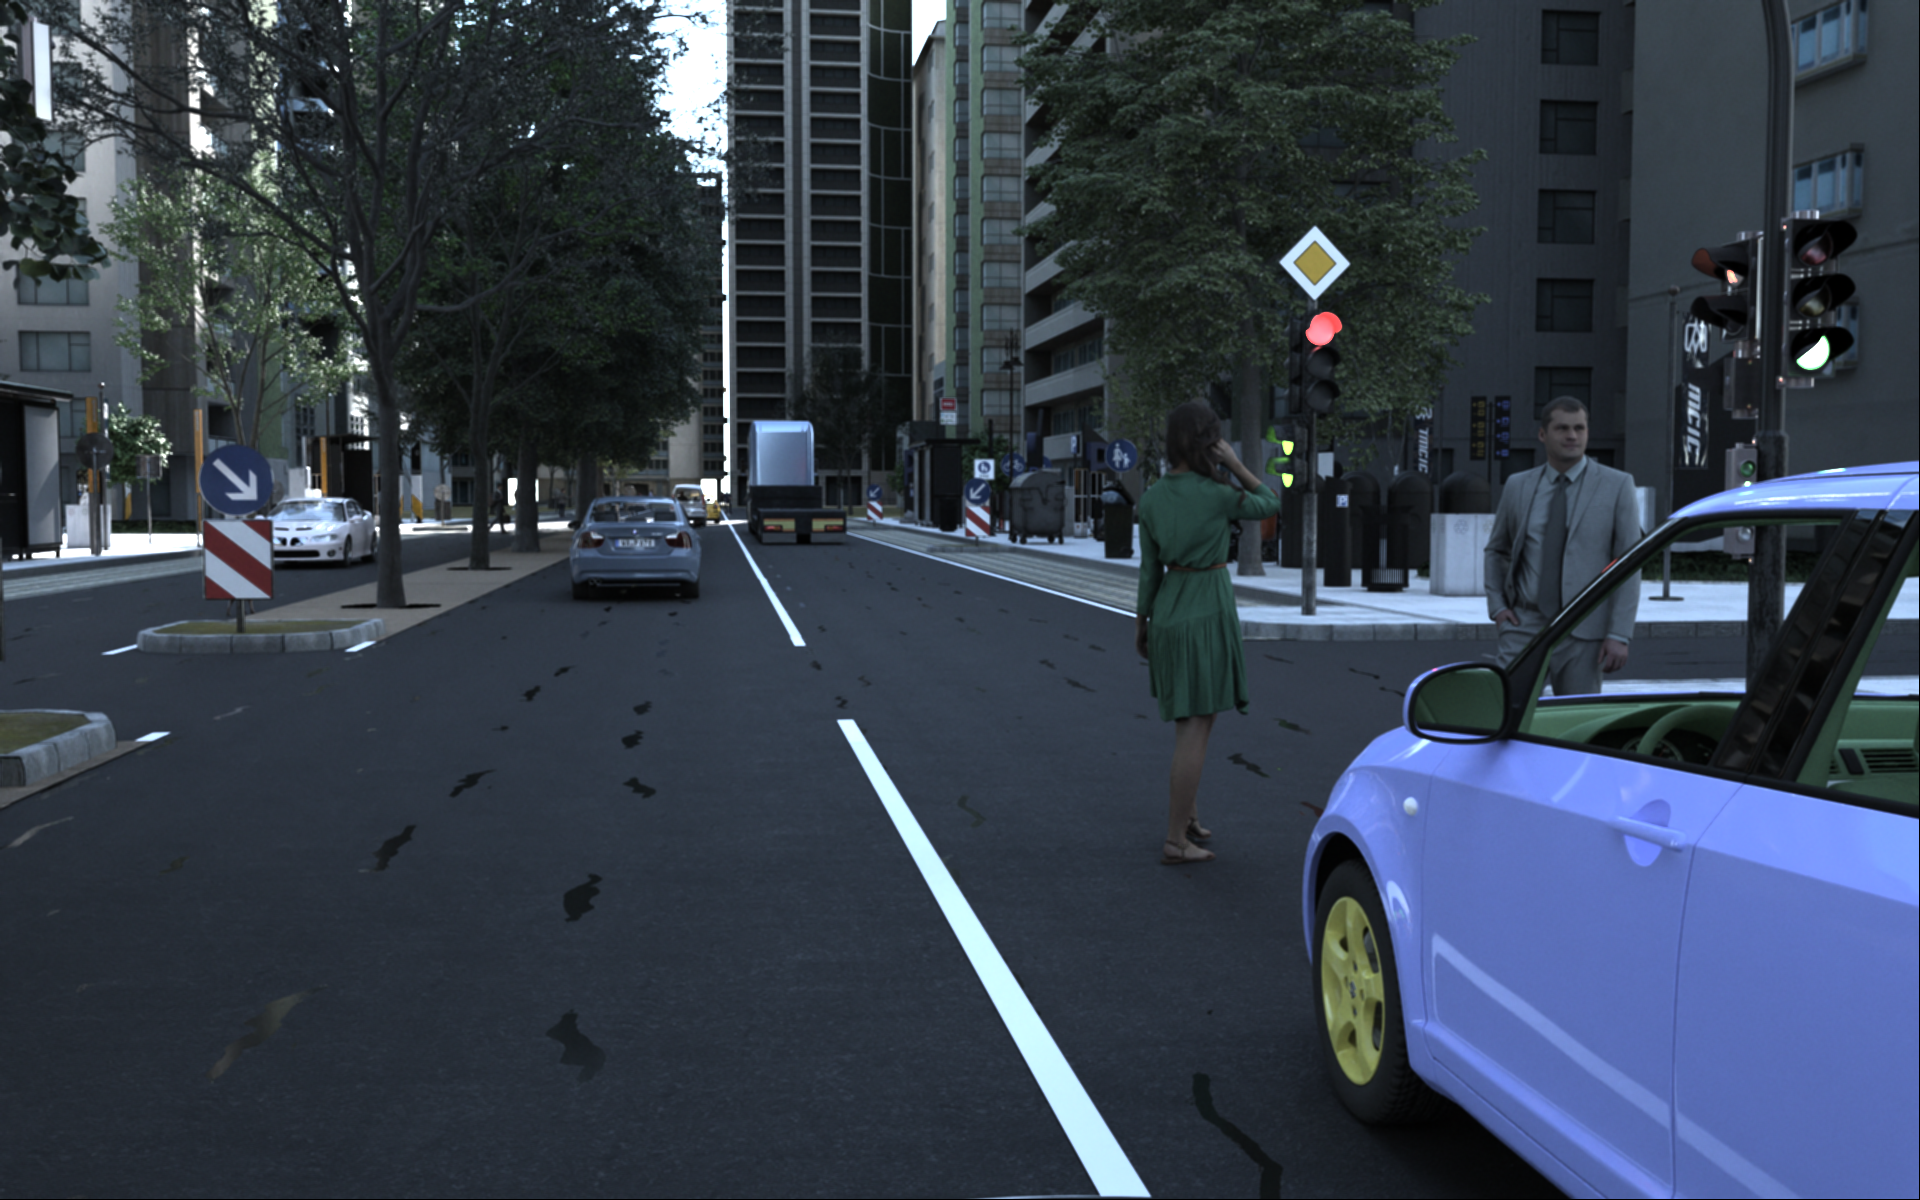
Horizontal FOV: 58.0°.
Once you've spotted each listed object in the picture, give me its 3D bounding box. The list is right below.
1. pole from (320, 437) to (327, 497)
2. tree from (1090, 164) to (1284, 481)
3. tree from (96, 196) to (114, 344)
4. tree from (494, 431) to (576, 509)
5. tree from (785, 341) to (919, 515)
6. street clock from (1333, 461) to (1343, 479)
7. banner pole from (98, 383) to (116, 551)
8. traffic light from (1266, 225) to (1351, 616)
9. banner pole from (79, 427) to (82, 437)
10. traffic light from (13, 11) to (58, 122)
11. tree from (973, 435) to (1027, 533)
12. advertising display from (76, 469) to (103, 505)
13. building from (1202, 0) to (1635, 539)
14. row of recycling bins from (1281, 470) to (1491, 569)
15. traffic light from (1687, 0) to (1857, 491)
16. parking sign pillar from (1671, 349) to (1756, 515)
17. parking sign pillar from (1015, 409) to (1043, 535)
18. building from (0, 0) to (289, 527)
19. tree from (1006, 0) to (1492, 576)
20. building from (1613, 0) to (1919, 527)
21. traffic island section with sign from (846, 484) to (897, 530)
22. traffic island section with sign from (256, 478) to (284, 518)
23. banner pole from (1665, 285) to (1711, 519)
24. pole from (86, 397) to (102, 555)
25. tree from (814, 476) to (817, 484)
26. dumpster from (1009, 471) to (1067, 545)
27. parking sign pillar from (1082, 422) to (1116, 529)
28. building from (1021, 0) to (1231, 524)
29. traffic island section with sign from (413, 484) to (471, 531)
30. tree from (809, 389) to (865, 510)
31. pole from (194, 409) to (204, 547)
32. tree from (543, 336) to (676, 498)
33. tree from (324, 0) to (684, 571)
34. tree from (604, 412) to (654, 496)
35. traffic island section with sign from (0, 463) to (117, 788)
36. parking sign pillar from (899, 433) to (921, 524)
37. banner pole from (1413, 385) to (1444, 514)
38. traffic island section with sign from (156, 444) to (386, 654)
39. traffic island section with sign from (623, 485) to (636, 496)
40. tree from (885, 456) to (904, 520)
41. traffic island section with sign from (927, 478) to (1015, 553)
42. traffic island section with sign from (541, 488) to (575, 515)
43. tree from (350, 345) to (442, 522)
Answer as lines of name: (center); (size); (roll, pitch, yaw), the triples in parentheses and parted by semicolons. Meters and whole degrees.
pole: (-22.845, -4.182, 62.220); (0.158, 3.312, 0.155); (0, 3, 0)
tree: (4.537, -5.297, 36.975); (4.360, 8.622, 3.978); (0, 3, 0)
tree: (-21.709, -7.755, 52.543); (9.928, 11.665, 9.643); (0, 3, 0)
tree: (-35.437, -13.212, 150.434); (7.601, 10.594, 8.767); (2, 4, 24)
tree: (-6.587, -10.434, 105.012); (8.767, 10.594, 7.601); (0, 4, 2)
street clock: (7.988, -2.004, 37.336); (0.358, 2.002, 0.471); (-3, 5, -42)
banner pole: (-19.424, -3.020, 39.387); (0.401, 3.779, 0.863); (-1, 4, -14)
traffic light: (3.677, -1.793, 18.242); (0.839, 4.253, 0.868); (-1, 4, -8)
banner pole: (-32.981, -4.596, 65.157); (0.401, 3.779, 0.863); (-1, 4, -21)
traffic light: (-11.004, -2.538, 16.166); (4.771, 5.953, 1.251); (-1, 4, -8)
tree: (1.434, -3.832, 57.257); (1.663, 3.219, 1.824); (0, 3, 0)
advertising display: (-22.785, -2.458, 45.396); (0.974, 1.923, 0.123); (2, 4, 30)
building: (15.033, -17.380, 55.865); (14.160, 30.474, 14.107); (-1, 4, -8)
row of recycling bins: (7.355, -1.398, 29.965); (3.534, 1.692, 1.069); (1, 4, 8)
traffic light: (2.751, -2.155, 9.901); (4.771, 5.953, 1.251); (-1, 4, -8)
parking sign pillar: (12.832, -2.514, 29.578); (1.447, 3.967, 1.447); (1, 4, 11)
parking sign pillar: (2.363, -4.025, 54.281); (1.447, 3.967, 1.447); (0, 4, 6)
building: (-37.171, -23.729, 71.561); (14.154, 41.232, 14.086); (-1, 4, -8)
tree: (4.185, -6.666, 27.109); (7.486, 12.596, 7.792); (0, 3, 0)
building: (27.625, -25.408, 39.123); (21.600, 48.544, 21.300); (-1, 4, -8)
traffic island section with sign: (-3.602, -3.718, 69.418); (1.989, 1.847, 2.006); (-1, 4, -8)
traffic island section with sign: (-16.346, -1.970, 40.843); (1.989, 1.847, 2.006); (-1, 4, -8)
banner pole: (8.765, -1.893, 20.966); (0.863, 3.779, 0.401); (-2, 4, -25)
pole: (-18.291, -2.613, 36.567); (0.158, 3.312, 0.155); (0, 3, 0)
tree: (-15.013, -10.965, 162.992); (4.285, 4.588, 4.351); (0, 3, 0)
dumpster: (2.013, -2.378, 44.638); (1.264, 1.857, 1.865); (0, 4, -8)
parking sign pillar: (5.203, -4.674, 64.887); (1.447, 3.967, 1.447); (-2, 4, -33)
building: (15.357, -28.170, 84.281); (21.300, 48.544, 21.600); (-1, 4, -8)
traffic island section with sign: (-20.170, -3.602, 67.527); (1.989, 1.847, 2.006); (-1, 4, -8)
tree: (-8.095, -10.085, 115.255); (4.360, 8.622, 3.978); (0, 3, 0)
pole: (-18.305, -2.926, 41.676); (0.158, 3.312, 0.155); (0, 3, 0)
tree: (-15.034, -9.238, 71.624); (7.486, 12.596, 7.792); (0, 3, 0)
tree: (-8.907, -6.355, 32.115); (9.928, 11.665, 9.643); (0, 3, 0)
tree: (-15.524, -7.672, 78.251); (4.360, 8.622, 3.978); (0, 3, 0)
traffic island section with sign: (-5.676, -0.065, 9.196); (2.006, 1.907, 1.989); (-1, 4, -8)
parking sign pillar: (-1.924, -5.315, 75.380); (1.447, 3.967, 1.447); (-2, 4, -33)
banner pole: (10.816, -3.049, 39.863); (0.863, 3.779, 0.401); (2, 4, 34)
traffic island section with sign: (-6.718, -0.513, 16.530); (2.006, 1.907, 1.989); (-1, 4, -8)
traffic island section with sign: (-17.386, -5.063, 90.910); (2.006, 1.907, 1.989); (-1, 4, -8)
tree: (-3.055, -5.669, 87.290); (1.663, 3.219, 1.824); (0, 3, 0)
traffic island section with sign: (0.212, -2.086, 42.733); (1.989, 1.847, 2.006); (-1, 4, -8)
traffic island section with sign: (-27.310, -6.650, 117.361); (1.989, 1.847, 2.006); (-1, 4, -8)
tree: (-25.232, -7.864, 78.931); (4.360, 8.622, 3.978); (0, 3, 0)
